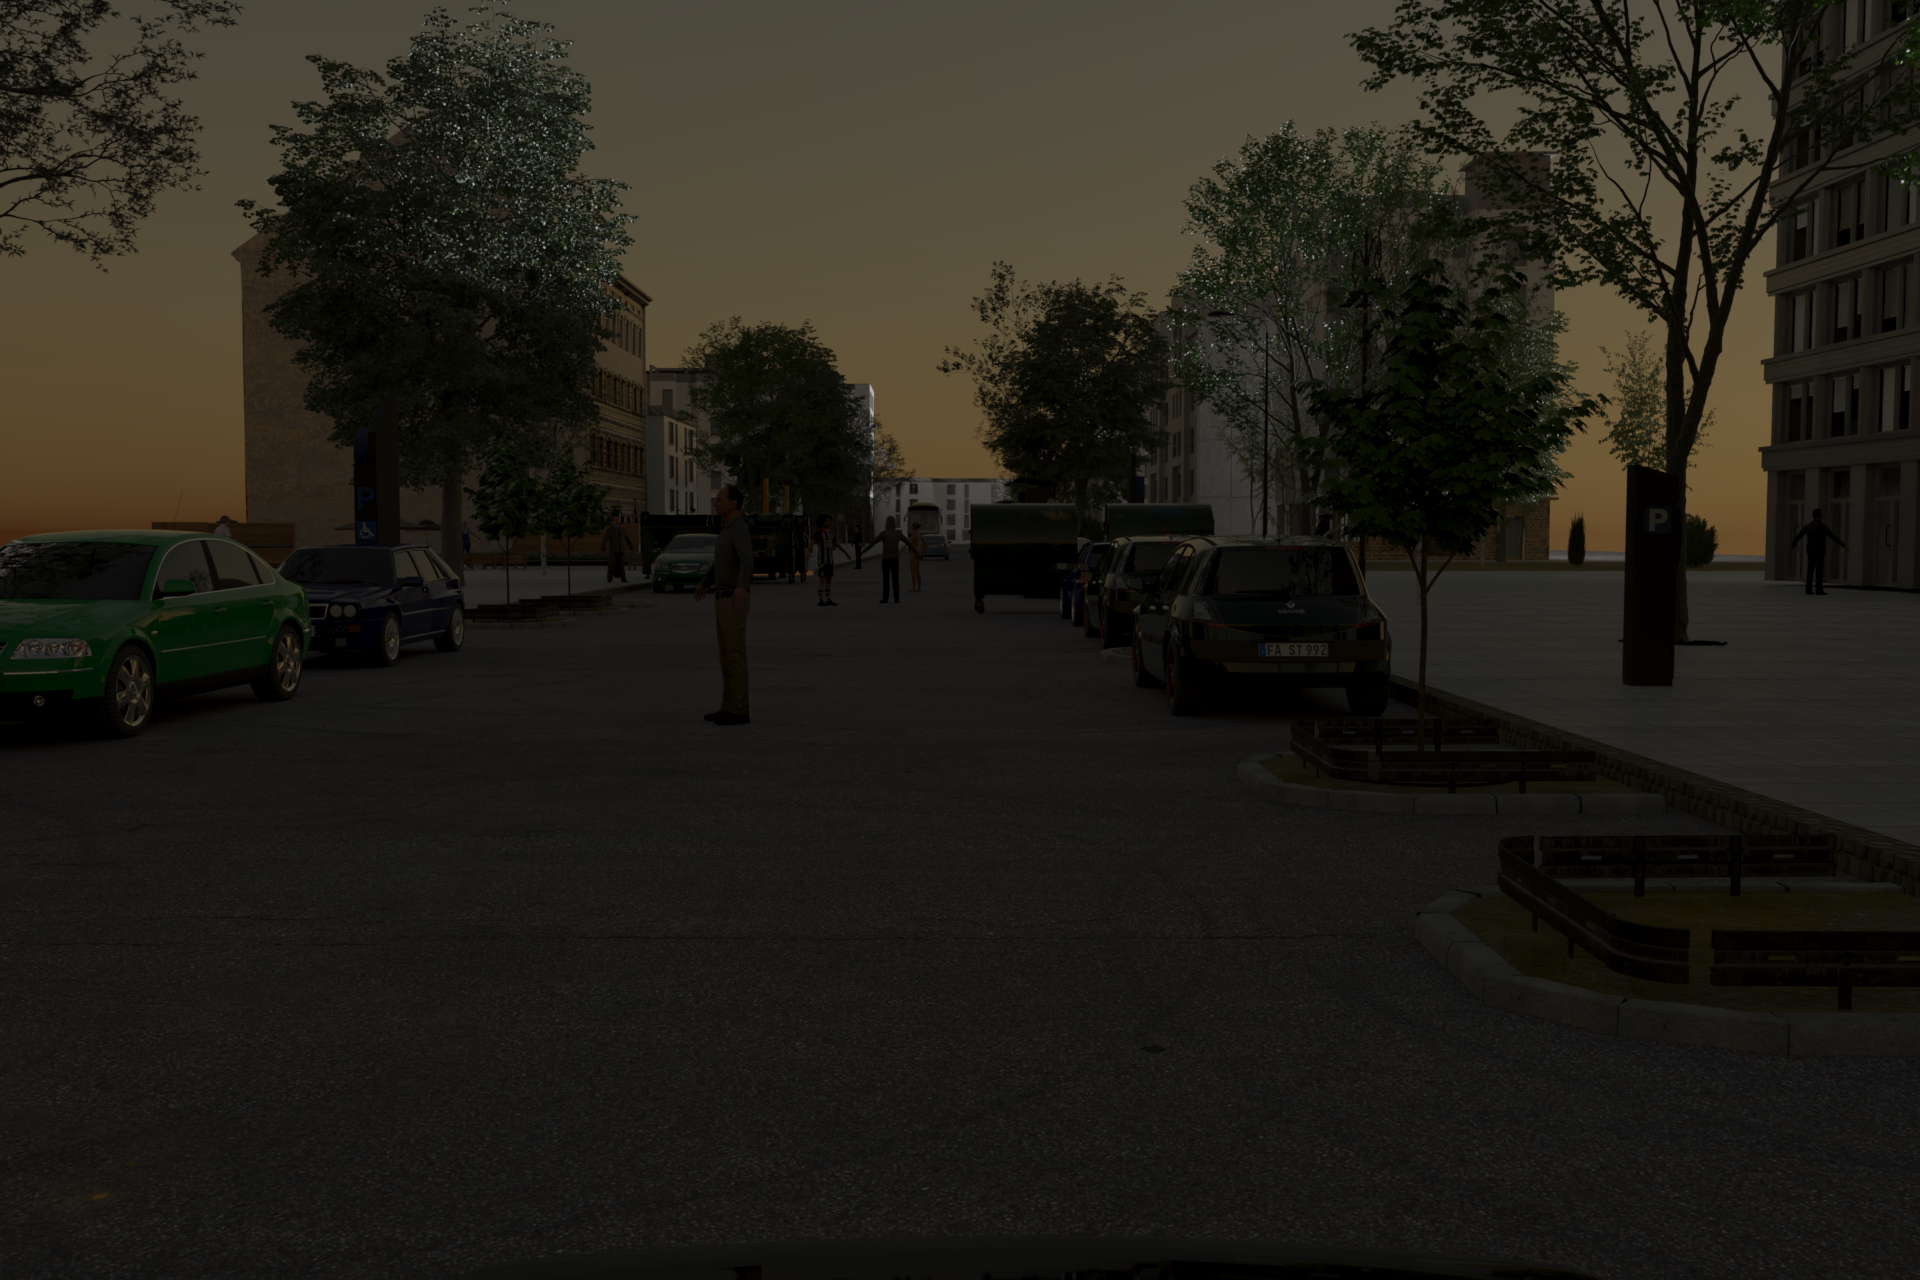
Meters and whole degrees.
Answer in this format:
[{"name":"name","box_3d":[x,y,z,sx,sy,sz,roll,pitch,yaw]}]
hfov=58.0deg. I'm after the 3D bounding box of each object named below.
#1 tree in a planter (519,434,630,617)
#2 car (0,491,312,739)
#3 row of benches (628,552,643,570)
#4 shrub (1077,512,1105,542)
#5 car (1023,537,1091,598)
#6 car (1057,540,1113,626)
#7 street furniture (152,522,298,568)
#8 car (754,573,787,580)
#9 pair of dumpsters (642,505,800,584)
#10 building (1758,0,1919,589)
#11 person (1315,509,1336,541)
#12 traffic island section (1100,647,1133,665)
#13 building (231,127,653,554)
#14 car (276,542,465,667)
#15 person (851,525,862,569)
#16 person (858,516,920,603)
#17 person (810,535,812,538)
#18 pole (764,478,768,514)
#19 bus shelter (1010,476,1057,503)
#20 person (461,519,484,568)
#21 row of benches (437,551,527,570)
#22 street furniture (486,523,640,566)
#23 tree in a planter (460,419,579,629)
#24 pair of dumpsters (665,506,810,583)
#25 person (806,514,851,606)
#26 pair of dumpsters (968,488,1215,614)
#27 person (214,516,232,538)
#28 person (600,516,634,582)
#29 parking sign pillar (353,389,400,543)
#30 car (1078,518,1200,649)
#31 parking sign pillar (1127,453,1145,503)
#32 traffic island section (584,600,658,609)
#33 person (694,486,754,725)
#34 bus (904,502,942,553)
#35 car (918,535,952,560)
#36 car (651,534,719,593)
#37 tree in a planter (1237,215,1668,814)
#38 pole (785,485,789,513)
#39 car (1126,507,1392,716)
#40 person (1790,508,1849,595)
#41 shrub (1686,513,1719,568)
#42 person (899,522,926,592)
[{"name":"tree in a planter","box_3d":[-7.016,-2.066,30.995,1.991,3.239,1.994,0,4,1]},{"name":"car","box_3d":[-6.662,-0.290,13.533,1.959,1.807,4.718,0,4,0]},{"name":"row of benches","box_3d":[-9.695,-2.816,61.508,4.104,0.672,1.422,0,4,8]},{"name":"shrub","box_3d":[4.712,-3.615,63.147,1.661,2.075,1.752,0,3,0]},{"name":"car","box_3d":[2.309,-1.702,40.182,2.083,1.381,4.827,0,4,-1]},{"name":"car","box_3d":[2.579,-0.955,28.202,1.945,1.354,3.894,0,4,-1]},{"name":"street furniture","box_3d":[-29.524,-3.716,67.614,11.010,1.723,9.812,-1,4,-17]},{"name":"car","box_3d":[-6.580,-2.854,55.453,1.959,1.807,4.718,0,4,1]},{"name":"pair of dumpsters","box_3d":[-6.862,-2.742,49.777,4.436,2.255,1.574,0,4,0]},{"name":"building","box_3d":[24.472,-11.556,35.620,8.464,21.280,15.925,0,4,0]},{"name":"person","box_3d":[7.828,-1.905,37.015,0.704,1.845,1.351,2,4,29]},{"name":"traffic island section","box_3d":[2.621,0.191,19.739,1.991,0.108,1.994,0,4,0]},{"name":"building","box_3d":[-29.434,-16.600,102.346,19.493,23.208,18.063,0,4,0]},{"name":"car","box_3d":[-6.980,-0.446,19.876,1.945,1.354,3.894,0,4,0]},{"name":"person","box_3d":[-4.192,-3.805,70.847,0.705,1.806,1.347,-1,4,-17]},{"name":"person","box_3d":[-1.449,-1.672,35.929,1.348,1.813,0.705,-1,4,-19]},{"name":"person","box_3d":[-7.162,-4.390,78.492,1.216,1.740,0.721,-1,4,-14]},{"name":"pole","box_3d":[-7.098,-4.255,63.410,0.158,3.312,0.155,0,3,0]},{"name":"bus shelter","box_3d":[3.106,-5.014,73.263,1.731,3.624,6.357,0,4,-1]},{"name":"person","box_3d":[-18.698,-3.644,65.443,1.347,1.847,0.705,-1,4,-20]},{"name":"row of benches","box_3d":[-17.439,-2.903,62.927,1.422,0.672,4.104,3,4,36]},{"name":"street furniture","box_3d":[-17.381,-3.982,71.962,9.812,1.723,11.010,-1,4,-9]},{"name":"tree in a planter","box_3d":[-7.079,-1.824,27.037,1.991,3.239,1.994,0,4,1]},{"name":"pair of dumpsters","box_3d":[-6.686,-2.845,51.460,4.436,2.255,1.574,0,3,0]},{"name":"person","box_3d":[-2.672,-1.590,34.594,0.704,1.843,1.345,2,4,35]},{"name":"pair of dumpsters","box_3d":[2.368,-1.630,31.604,4.436,2.255,1.574,0,4,-1]},{"name":"person","box_3d":[-17.025,-2.032,40.205,0.756,1.711,0.436,3,5,44]},{"name":"person","box_3d":[-9.065,-2.405,45.923,0.990,1.755,0.434,-2,4,-34]},{"name":"parking sign pillar","box_3d":[-10.619,-2.635,31.558,1.447,3.967,1.447,0,4,-1]},{"name":"car","box_3d":[2.595,-0.799,22.854,2.009,1.686,4.222,0,4,-1]},{"name":"parking sign pillar","box_3d":[5.933,-4.290,58.619,1.447,3.967,1.447,0,4,0]},{"name":"traffic island section","box_3d":[-7.030,-0.690,34.154,1.991,0.108,1.994,0,4,1]},{"name":"person","box_3d":[-1.761,-0.270,13.147,0.705,1.796,1.348,-1,4,-21]},{"name":"bus","box_3d":[-2.748,-8.860,136.412,2.896,3.916,12.252,0,4,0]},{"name":"car","box_3d":[-1.469,-5.110,95.550,2.014,1.417,4.499,0,4,0]},{"name":"car","box_3d":[-6.587,-1.959,43.830,2.131,1.459,4.920,0,4,0]},{"name":"tree in a planter","box_3d":[2.627,-0.767,9.758,1.991,3.239,1.994,0,3,0]},{"name":"pole","box_3d":[-7.263,-4.822,72.680,0.158,3.312,0.155,0,3,0]},{"name":"car","box_3d":[2.501,-0.323,15.067,2.009,1.686,4.222,0,4,0]},{"name":"person","box_3d":[18.074,-1.863,36.529,0.705,1.821,1.348,-2,4,-28]},{"name":"shrub","box_3d":[28.032,-3.793,66.063,1.661,2.075,1.752,0,3,0]},{"name":"person","box_3d":[-1.164,-2.047,42.723,0.721,1.733,1.217,2,4,31]}]
